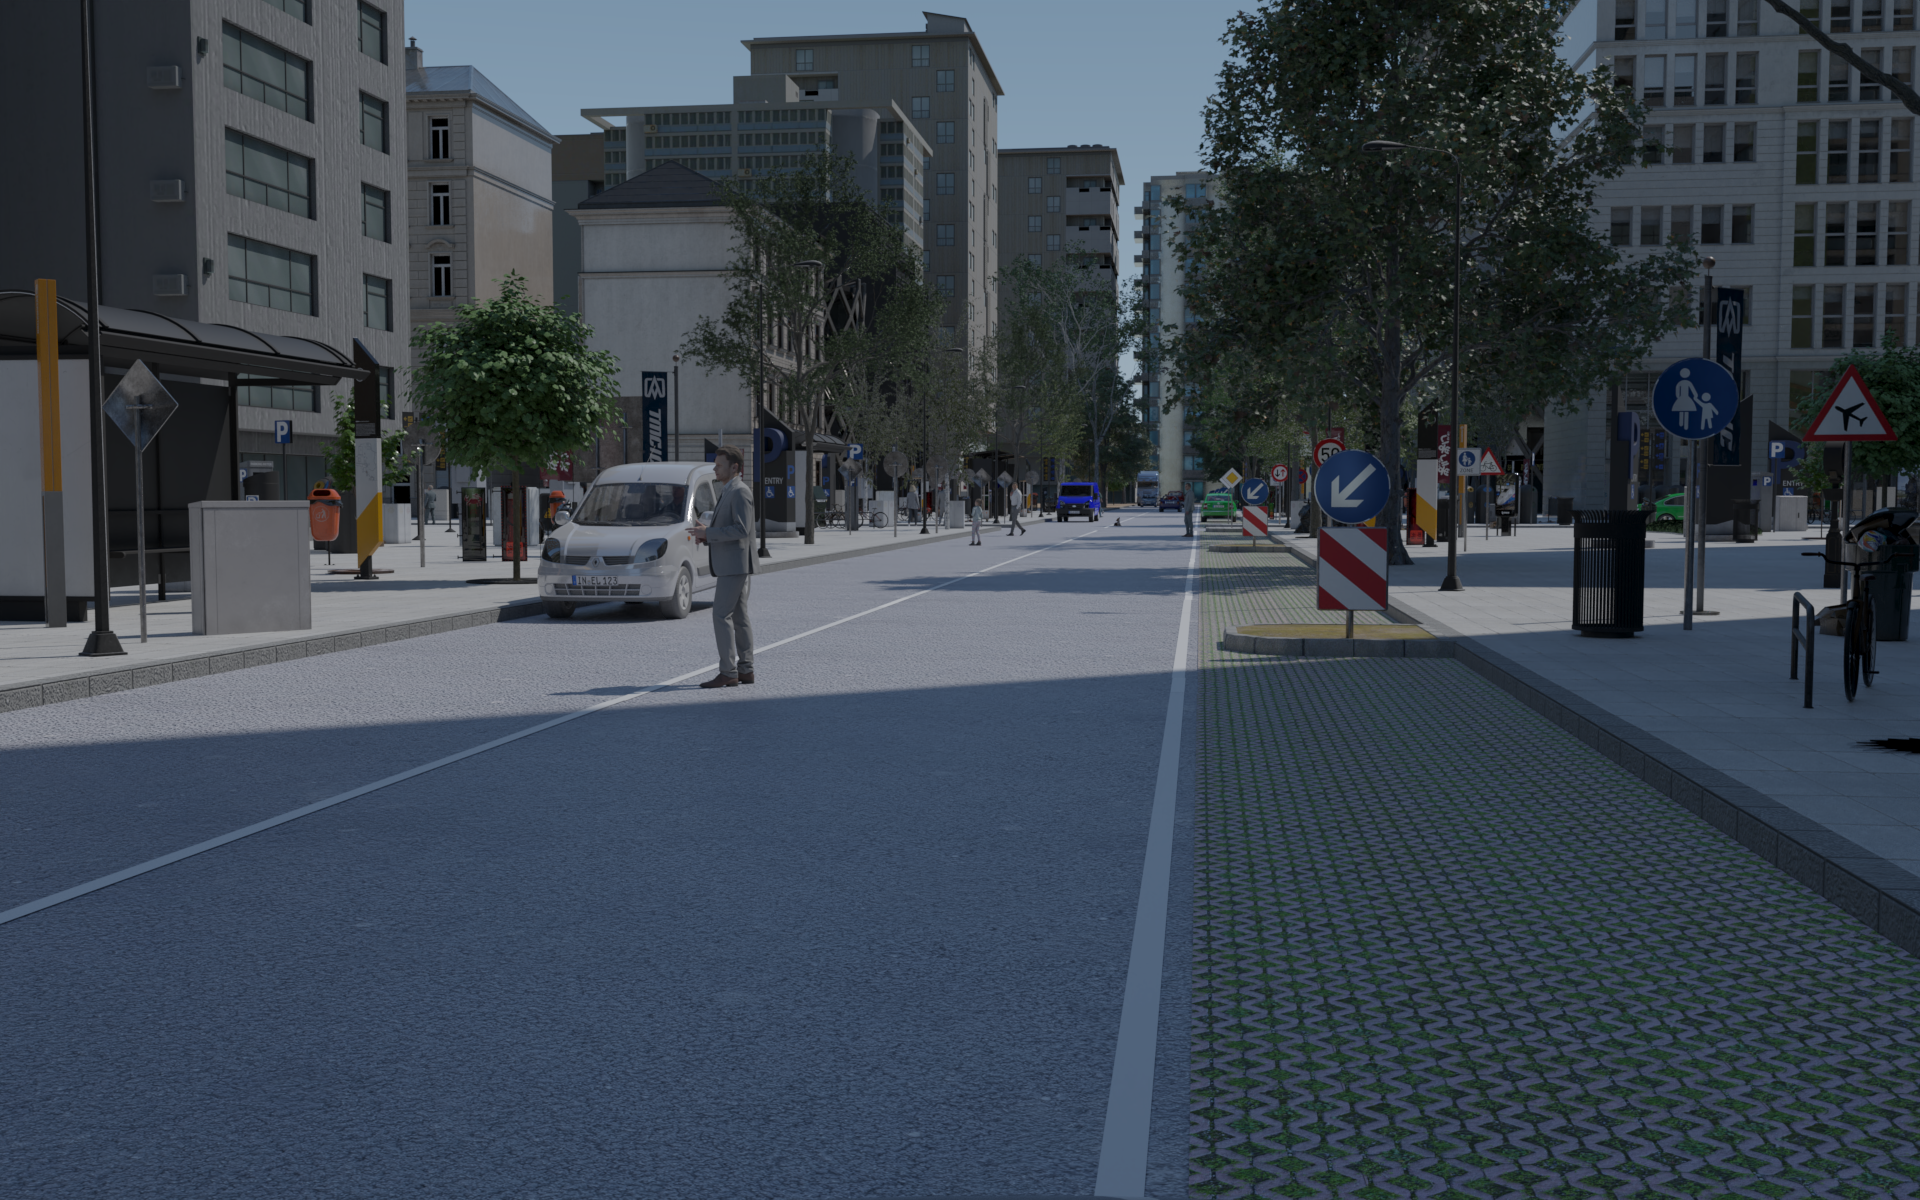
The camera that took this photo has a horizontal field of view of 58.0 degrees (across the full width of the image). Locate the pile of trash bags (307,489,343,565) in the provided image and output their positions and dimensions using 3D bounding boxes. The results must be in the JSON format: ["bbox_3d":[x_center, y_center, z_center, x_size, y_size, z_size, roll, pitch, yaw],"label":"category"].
[{"bbox_3d":[-12.745,-1.288,30.817,3.447,1.369,1.912,0,4,-6],"label":"pile of trash bags"}]

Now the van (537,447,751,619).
[{"bbox_3d":[-3.783,-0.872,21.267,2.013,2.044,4.112,0,4,8],"label":"van"}]

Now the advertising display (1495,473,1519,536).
[{"bbox_3d":[16.689,-2.915,52.866,0.123,1.923,0.974,-1,4,-20],"label":"advertising display"}]

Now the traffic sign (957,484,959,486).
[{"bbox_3d":[-0.245,-5.784,95.759,0.795,2.450,0.064,1,4,11],"label":"traffic sign"}]

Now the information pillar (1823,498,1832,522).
[{"bbox_3d":[39.485,-4.542,78.760,0.304,2.012,0.304,3,4,36],"label":"information pillar"}]

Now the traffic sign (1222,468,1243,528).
[{"bbox_3d":[10.287,-3.784,65.504,0.795,2.450,0.064,0,4,8],"label":"traffic sign"}]

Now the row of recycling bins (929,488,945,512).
[{"bbox_3d":[-1.810,-7.132,123.716,1.069,1.692,3.534,-2,4,-33],"label":"row of recycling bins"}]

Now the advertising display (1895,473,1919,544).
[{"bbox_3d":[20.008,-1.900,36.271,0.123,1.923,0.974,-1,4,-16],"label":"advertising display"}]

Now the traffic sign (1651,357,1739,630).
[{"bbox_3d":[6.871,-0.989,16.272,0.768,2.556,0.104,1,4,10],"label":"traffic sign"}]

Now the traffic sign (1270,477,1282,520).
[{"bbox_3d":[15.691,-5.127,85.948,0.606,2.300,0.079,1,4,16],"label":"traffic sign"}]

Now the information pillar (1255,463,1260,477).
[{"bbox_3d":[20.178,-7.739,117.893,0.504,3.616,0.183,-1,4,-16],"label":"information pillar"}]

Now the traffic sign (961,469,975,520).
[{"bbox_3d":[0.398,-5.329,87.228,0.768,2.556,0.104,1,4,14],"label":"traffic sign"}]

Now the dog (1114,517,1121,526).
[{"bbox_3d":[7.093,-3.488,77.216,0.550,0.427,0.748,2,4,27],"label":"dog"}]

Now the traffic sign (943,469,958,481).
[{"bbox_3d":[-0.497,-5.453,89.269,0.768,2.556,0.104,1,4,12],"label":"traffic sign"}]

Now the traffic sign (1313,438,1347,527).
[{"bbox_3d":[8.416,-2.405,39.427,0.768,2.556,0.104,1,4,9],"label":"traffic sign"}]

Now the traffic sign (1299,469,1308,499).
[{"bbox_3d":[17.228,-5.358,87.707,0.768,2.556,0.104,1,4,10],"label":"traffic sign"}]

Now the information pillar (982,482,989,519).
[{"bbox_3d":[1.279,-5.075,87.473,0.304,2.012,0.304,-2,4,-25],"label":"information pillar"}]

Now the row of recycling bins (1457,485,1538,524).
[{"bbox_3d":[23.103,-4.141,74.824,3.534,1.692,1.069,0,4,1],"label":"row of recycling bins"}]

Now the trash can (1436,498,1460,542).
[{"bbox_3d":[13.416,-2.263,48.658,0.748,1.137,0.748,0,3,0],"label":"trash can"}]

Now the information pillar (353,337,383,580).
[{"bbox_3d":[-8.849,-2.111,25.875,0.504,3.616,0.183,2,4,31],"label":"information pillar"}]

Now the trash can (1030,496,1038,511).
[{"bbox_3d":[5.515,-7.229,129.854,0.748,1.137,0.748,0,3,0],"label":"trash can"}]

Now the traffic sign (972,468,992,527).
[{"bbox_3d":[0.835,-3.865,66.831,0.795,2.450,0.064,0,4,8],"label":"traffic sign"}]

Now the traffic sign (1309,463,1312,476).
[{"bbox_3d":[13.334,-3.927,64.308,0.768,2.556,0.104,1,4,14],"label":"traffic sign"}]

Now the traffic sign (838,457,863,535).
[{"bbox_3d":[-3.418,-3.224,53.894,0.795,2.450,0.064,1,4,11],"label":"traffic sign"}]

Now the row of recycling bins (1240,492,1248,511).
[{"bbox_3d":[23.017,-7.911,136.458,1.069,1.692,3.534,2,4,29],"label":"row of recycling bins"}]

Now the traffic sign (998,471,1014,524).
[{"bbox_3d":[1.933,-4.349,74.740,0.795,2.450,0.064,0,4,8],"label":"traffic sign"}]

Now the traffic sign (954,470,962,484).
[{"bbox_3d":[-0.219,-5.645,92.402,0.768,2.556,0.104,1,4,10],"label":"traffic sign"}]

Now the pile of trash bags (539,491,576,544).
[{"bbox_3d":[-10.873,-2.210,45.878,1.912,1.369,3.447,0,4,-6],"label":"pile of trash bags"}]

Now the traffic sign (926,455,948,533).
[{"bbox_3d":[-0.762,-3.449,56.502,0.768,2.556,0.104,1,4,17],"label":"traffic sign"}]

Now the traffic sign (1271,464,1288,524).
[{"bbox_3d":[13.530,-4.471,73.214,0.768,2.556,0.104,1,4,15],"label":"traffic sign"}]

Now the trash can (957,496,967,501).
[{"bbox_3d":[0.211,-5.935,108.683,0.748,1.137,0.748,0,3,0],"label":"trash can"}]

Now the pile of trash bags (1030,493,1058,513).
[{"bbox_3d":[7.097,-7.528,132.837,3.447,1.369,1.912,1,4,11],"label":"pile of trash bags"}]

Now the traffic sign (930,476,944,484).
[{"bbox_3d":[-1.200,-5.482,89.736,0.768,2.556,0.104,1,4,16],"label":"traffic sign"}]

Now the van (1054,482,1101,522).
[{"bbox_3d":[6.129,-5.209,89.557,2.240,2.365,5.245,1,4,9],"label":"van"}]

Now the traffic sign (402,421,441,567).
[{"bbox_3d":[-9.413,-1.845,30.268,0.768,2.556,0.104,1,4,13],"label":"traffic sign"}]

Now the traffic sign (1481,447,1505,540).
[{"bbox_3d":[14.620,-2.935,47.988,0.884,2.594,0.081,1,4,15],"label":"traffic sign"}]

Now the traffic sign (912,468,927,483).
[{"bbox_3d":[-1.998,-5.185,84.874,0.768,2.556,0.104,1,4,13],"label":"traffic sign"}]

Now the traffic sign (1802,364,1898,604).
[{"bbox_3d":[8.950,-1.069,17.476,0.884,2.594,0.081,1,4,12],"label":"traffic sign"}]

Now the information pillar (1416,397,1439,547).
[{"bbox_3d":[11.283,-3.083,41.767,0.504,3.616,0.183,2,4,28],"label":"information pillar"}]

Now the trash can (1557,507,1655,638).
[{"bbox_3d":[5.835,-0.240,15.578,0.748,1.137,0.748,0,3,0],"label":"trash can"}]

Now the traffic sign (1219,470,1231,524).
[{"bbox_3d":[11.384,-4.267,73.414,0.795,2.450,0.064,0,4,8],"label":"traffic sign"}]

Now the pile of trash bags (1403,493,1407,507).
[{"bbox_3d":[29.774,-6.142,110.166,3.447,1.369,1.912,-1,4,-14],"label":"pile of trash bags"}]

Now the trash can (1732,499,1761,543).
[{"bbox_3d":[20.618,-2.067,45.452,0.748,1.137,0.748,0,3,0],"label":"trash can"}]

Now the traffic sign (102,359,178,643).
[{"bbox_3d":[-7.038,-0.837,14.870,0.795,2.450,0.064,1,4,17],"label":"traffic sign"}]

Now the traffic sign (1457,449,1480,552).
[{"bbox_3d":[11.249,-2.225,38.503,0.606,2.300,0.079,1,4,10],"label":"traffic sign"}]

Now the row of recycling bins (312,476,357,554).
[{"bbox_3d":[-13.754,-1.931,38.677,1.069,1.692,3.534,-2,4,-28],"label":"row of recycling bins"}]

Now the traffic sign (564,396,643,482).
[{"bbox_3d":[-7.293,-2.589,36.199,2.265,3.308,0.079,1,4,17],"label":"traffic sign"}]

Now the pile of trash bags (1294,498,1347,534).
[{"bbox_3d":[12.115,-2.795,55.446,1.912,1.369,3.447,-1,4,-13],"label":"pile of trash bags"}]

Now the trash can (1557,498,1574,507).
[{"bbox_3d":[24.869,-3.641,71.188,0.748,1.137,0.748,0,3,0],"label":"trash can"}]

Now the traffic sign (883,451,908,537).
[{"bbox_3d":[-1.920,-3.136,51.373,0.768,2.556,0.104,1,4,15],"label":"traffic sign"}]

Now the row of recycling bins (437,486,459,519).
[{"bbox_3d":[-26.018,-5.102,90.534,1.069,1.692,3.534,1,4,22],"label":"row of recycling bins"}]

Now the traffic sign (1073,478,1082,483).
[{"bbox_3d":[9.407,-8.487,138.875,0.768,2.556,0.104,1,4,10],"label":"traffic sign"}]

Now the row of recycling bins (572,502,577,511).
[{"bbox_3d":[-12.209,-3.161,58.801,1.069,1.692,3.534,-3,5,-41],"label":"row of recycling bins"}]

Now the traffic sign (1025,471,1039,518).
[{"bbox_3d":[3.910,-5.767,94.393,0.768,2.556,0.104,1,4,9],"label":"traffic sign"}]

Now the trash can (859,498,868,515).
[{"bbox_3d":[-5.943,-5.783,106.205,0.748,1.137,0.748,0,3,0],"label":"trash can"}]

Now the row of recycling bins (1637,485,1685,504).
[{"bbox_3d":[30.776,-4.268,76.887,3.534,1.692,1.069,-1,4,-21],"label":"row of recycling bins"}]

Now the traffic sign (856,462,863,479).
[{"bbox_3d":[-4.119,-4.079,66.805,0.768,2.556,0.104,1,4,16],"label":"traffic sign"}]

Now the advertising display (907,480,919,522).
[{"bbox_3d":[-2.127,-4.489,78.613,0.123,1.923,0.974,2,4,23],"label":"advertising display"}]
